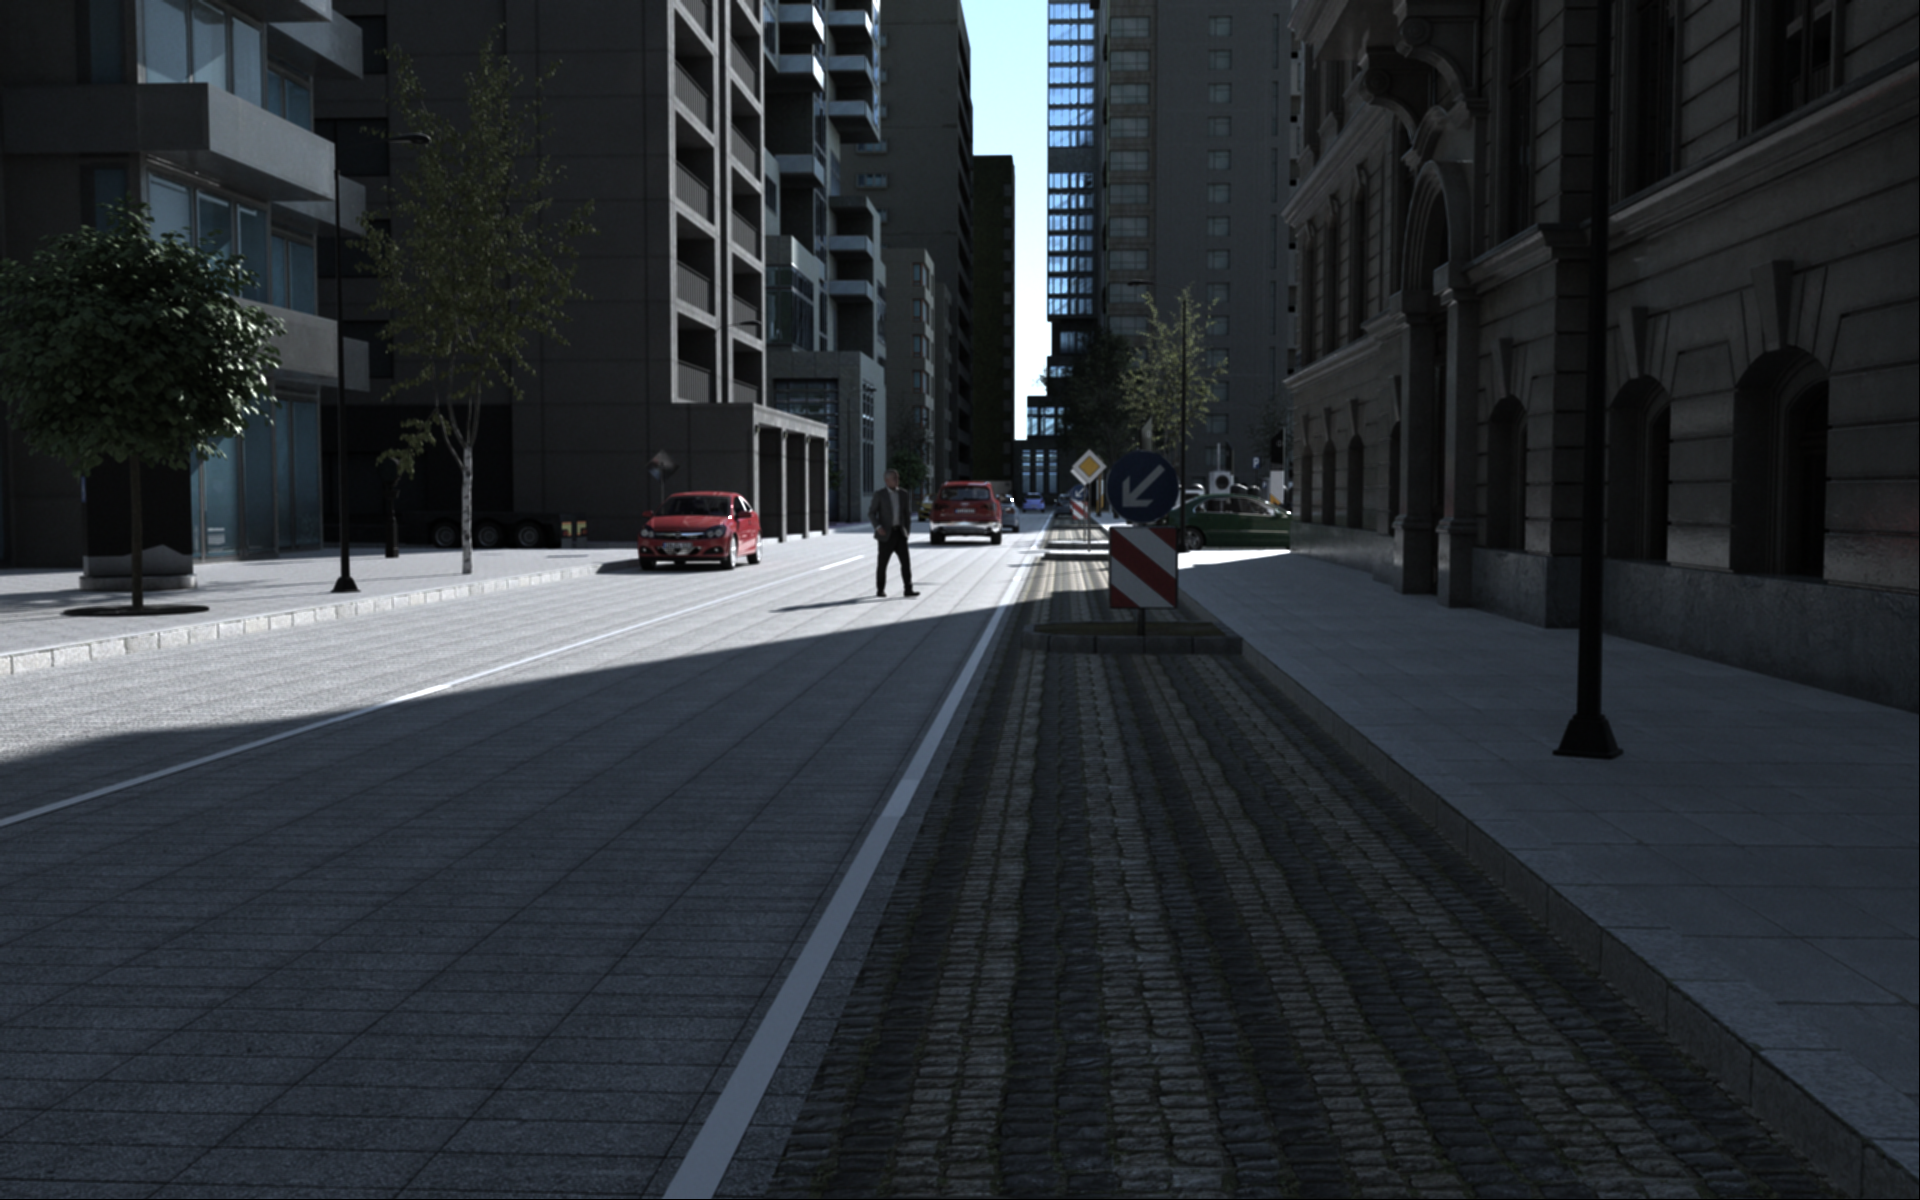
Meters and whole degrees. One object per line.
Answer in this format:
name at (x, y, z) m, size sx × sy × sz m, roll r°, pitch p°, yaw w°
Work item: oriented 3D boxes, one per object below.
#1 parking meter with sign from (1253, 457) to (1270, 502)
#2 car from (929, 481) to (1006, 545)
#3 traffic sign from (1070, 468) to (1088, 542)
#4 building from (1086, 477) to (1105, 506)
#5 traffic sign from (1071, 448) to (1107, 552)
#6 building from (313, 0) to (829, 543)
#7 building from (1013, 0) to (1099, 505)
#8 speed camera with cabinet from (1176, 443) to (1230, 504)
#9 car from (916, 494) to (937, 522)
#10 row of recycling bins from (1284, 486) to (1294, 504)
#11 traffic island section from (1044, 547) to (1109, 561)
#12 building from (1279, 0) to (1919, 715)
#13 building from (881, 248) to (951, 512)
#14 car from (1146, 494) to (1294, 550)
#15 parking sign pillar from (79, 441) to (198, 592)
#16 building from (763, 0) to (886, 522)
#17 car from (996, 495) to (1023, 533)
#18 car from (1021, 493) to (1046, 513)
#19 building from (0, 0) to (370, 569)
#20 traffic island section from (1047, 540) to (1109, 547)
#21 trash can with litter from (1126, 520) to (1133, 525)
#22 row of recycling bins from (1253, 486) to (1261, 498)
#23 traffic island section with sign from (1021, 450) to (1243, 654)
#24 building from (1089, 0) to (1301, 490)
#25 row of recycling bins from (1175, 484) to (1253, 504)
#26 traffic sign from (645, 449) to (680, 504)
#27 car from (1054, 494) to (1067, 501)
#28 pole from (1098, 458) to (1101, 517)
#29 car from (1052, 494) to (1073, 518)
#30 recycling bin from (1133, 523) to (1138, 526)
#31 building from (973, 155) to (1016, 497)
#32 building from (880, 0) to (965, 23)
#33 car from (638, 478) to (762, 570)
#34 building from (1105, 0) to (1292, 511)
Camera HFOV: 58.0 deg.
parking meter with sign at (14.641, -5.221, 81.622) m, size 1.738 × 3.016 × 0.543 m, roll -2°, pitch 4°, yaw -28°
car at (0.210, -2.565, 50.609) m, size 2.281 × 1.827 × 5.304 m, roll 0°, pitch 4°, yaw 2°
traffic sign at (3.324, -2.604, 46.218) m, size 0.795 × 2.450 × 0.064 m, roll 0°, pitch 4°, yaw 3°
building at (23.784, -45.617, 184.095) m, size 20.563 × 71.187 × 20.611 m, roll 0°, pitch 4°, yaw 3°
traffic sign at (2.853, -2.116, 38.246) m, size 0.795 × 2.450 × 0.064 m, roll 0°, pitch 4°, yaw 3°
building at (-15.103, -37.734, 55.208) m, size 20.563 × 71.187 × 20.611 m, roll 0°, pitch 4°, yaw 3°
building at (22.473, -55.089, 213.383) m, size 31.000 × 86.520 × 22.319 m, roll 0°, pitch 4°, yaw 3°
speed camera with cabinet at (9.418, -4.450, 67.096) m, size 2.038 × 3.252 × 0.660 m, roll -1°, pitch 4°, yaw -13°
car at (-1.270, -4.941, 91.001) m, size 2.015 × 1.641 × 3.980 m, roll 0°, pitch 4°, yaw 2°
row of recycling bins at (14.950, -4.112, 74.339) m, size 3.534 × 1.692 × 1.069 m, roll 2°, pitch 4°, yaw 34°
traffic island section at (2.877, -0.981, 38.322) m, size 2.009 × 0.180 × 2.903 m, roll 0°, pitch 4°, yaw 3°
building at (11.374, -12.289, 20.009) m, size 14.460 × 24.649 × 34.723 m, roll 0°, pitch 4°, yaw 3°
building at (-15.401, -17.868, 137.175) m, size 27.650 × 21.520 × 28.899 m, roll 0°, pitch 4°, yaw 3°
car at (6.796, -1.827, 41.670) m, size 4.920 × 1.459 × 2.131 m, roll 0°, pitch 4°, yaw 2°
parking sign pillar at (-11.107, -2.131, 23.315) m, size 1.447 × 3.967 × 1.447 m, roll -2°, pitch 4°, yaw -35°
building at (-14.715, -47.653, 91.797) m, size 22.319 × 86.520 × 31.000 m, roll 0°, pitch 4°, yaw 3°
car at (1.367, -3.264, 65.364) m, size 2.014 × 1.417 × 4.499 m, roll 0°, pitch 4°, yaw 3°
car at (5.707, -7.630, 134.335) m, size 1.945 × 1.707 × 3.694 m, roll 0°, pitch 4°, yaw 2°
building at (-27.809, -25.057, 29.291) m, size 30.456 × 49.044 × 23.786 m, roll 0°, pitch 4°, yaw 3°
traffic island section at (3.348, -1.469, 46.294) m, size 2.009 × 0.180 × 2.903 m, roll 0°, pitch 4°, yaw 3°
trash can with litter at (7.377, -3.769, 73.012) m, size 0.624 × 1.170 × 1.055 m, roll -1°, pitch 4°, yaw -18°
row of recycling bins at (14.403, -5.133, 91.036) m, size 1.069 × 1.692 × 3.534 m, roll -3°, pitch 5°, yaw -39°
traffic island section with sign at (1.581, -0.473, 16.356) m, size 1.989 × 1.847 × 2.006 m, roll 0°, pitch 4°, yaw 3°
building at (26.469, -34.914, 160.088) m, size 28.713 × 52.752 × 27.495 m, roll 0°, pitch 4°, yaw 3°
row of recycling bins at (10.493, -4.072, 73.686) m, size 3.534 × 1.692 × 1.069 m, roll -1°, pitch 4°, yaw -10°
traffic sign at (-6.673, -2.152, 38.827) m, size 0.795 × 2.450 × 0.064 m, roll 0°, pitch 4°, yaw 3°
car at (8.014, -7.275, 129.170) m, size 2.015 × 1.641 × 3.980 m, roll 0°, pitch 4°, yaw 2°
pole at (7.866, -6.343, 97.557) m, size 0.158 × 3.312 × 0.155 m, roll 0°, pitch 3°, yaw 0°
car at (6.561, -5.652, 104.417) m, size 2.014 × 1.417 × 4.499 m, roll 0°, pitch 4°, yaw 3°
recycling bin at (5.784, -2.483, 53.155) m, size 0.722 × 1.027 × 0.722 m, roll -3°, pitch 5°, yaw -40°
building at (-0.275, -32.316, 211.953) m, size 14.086 × 41.232 × 14.154 m, roll 0°, pitch 4°, yaw 3°
building at (-10.198, -32.906, 161.722) m, size 21.300 × 48.544 × 21.600 m, roll 0°, pitch 4°, yaw 3°
car at (-5.084, -1.535, 34.137) m, size 2.155 × 1.783 × 4.494 m, roll 0°, pitch 4°, yaw 3°
building at (18.849, -27.921, 140.101) m, size 14.154 × 41.232 × 14.086 m, roll 0°, pitch 4°, yaw 3°
